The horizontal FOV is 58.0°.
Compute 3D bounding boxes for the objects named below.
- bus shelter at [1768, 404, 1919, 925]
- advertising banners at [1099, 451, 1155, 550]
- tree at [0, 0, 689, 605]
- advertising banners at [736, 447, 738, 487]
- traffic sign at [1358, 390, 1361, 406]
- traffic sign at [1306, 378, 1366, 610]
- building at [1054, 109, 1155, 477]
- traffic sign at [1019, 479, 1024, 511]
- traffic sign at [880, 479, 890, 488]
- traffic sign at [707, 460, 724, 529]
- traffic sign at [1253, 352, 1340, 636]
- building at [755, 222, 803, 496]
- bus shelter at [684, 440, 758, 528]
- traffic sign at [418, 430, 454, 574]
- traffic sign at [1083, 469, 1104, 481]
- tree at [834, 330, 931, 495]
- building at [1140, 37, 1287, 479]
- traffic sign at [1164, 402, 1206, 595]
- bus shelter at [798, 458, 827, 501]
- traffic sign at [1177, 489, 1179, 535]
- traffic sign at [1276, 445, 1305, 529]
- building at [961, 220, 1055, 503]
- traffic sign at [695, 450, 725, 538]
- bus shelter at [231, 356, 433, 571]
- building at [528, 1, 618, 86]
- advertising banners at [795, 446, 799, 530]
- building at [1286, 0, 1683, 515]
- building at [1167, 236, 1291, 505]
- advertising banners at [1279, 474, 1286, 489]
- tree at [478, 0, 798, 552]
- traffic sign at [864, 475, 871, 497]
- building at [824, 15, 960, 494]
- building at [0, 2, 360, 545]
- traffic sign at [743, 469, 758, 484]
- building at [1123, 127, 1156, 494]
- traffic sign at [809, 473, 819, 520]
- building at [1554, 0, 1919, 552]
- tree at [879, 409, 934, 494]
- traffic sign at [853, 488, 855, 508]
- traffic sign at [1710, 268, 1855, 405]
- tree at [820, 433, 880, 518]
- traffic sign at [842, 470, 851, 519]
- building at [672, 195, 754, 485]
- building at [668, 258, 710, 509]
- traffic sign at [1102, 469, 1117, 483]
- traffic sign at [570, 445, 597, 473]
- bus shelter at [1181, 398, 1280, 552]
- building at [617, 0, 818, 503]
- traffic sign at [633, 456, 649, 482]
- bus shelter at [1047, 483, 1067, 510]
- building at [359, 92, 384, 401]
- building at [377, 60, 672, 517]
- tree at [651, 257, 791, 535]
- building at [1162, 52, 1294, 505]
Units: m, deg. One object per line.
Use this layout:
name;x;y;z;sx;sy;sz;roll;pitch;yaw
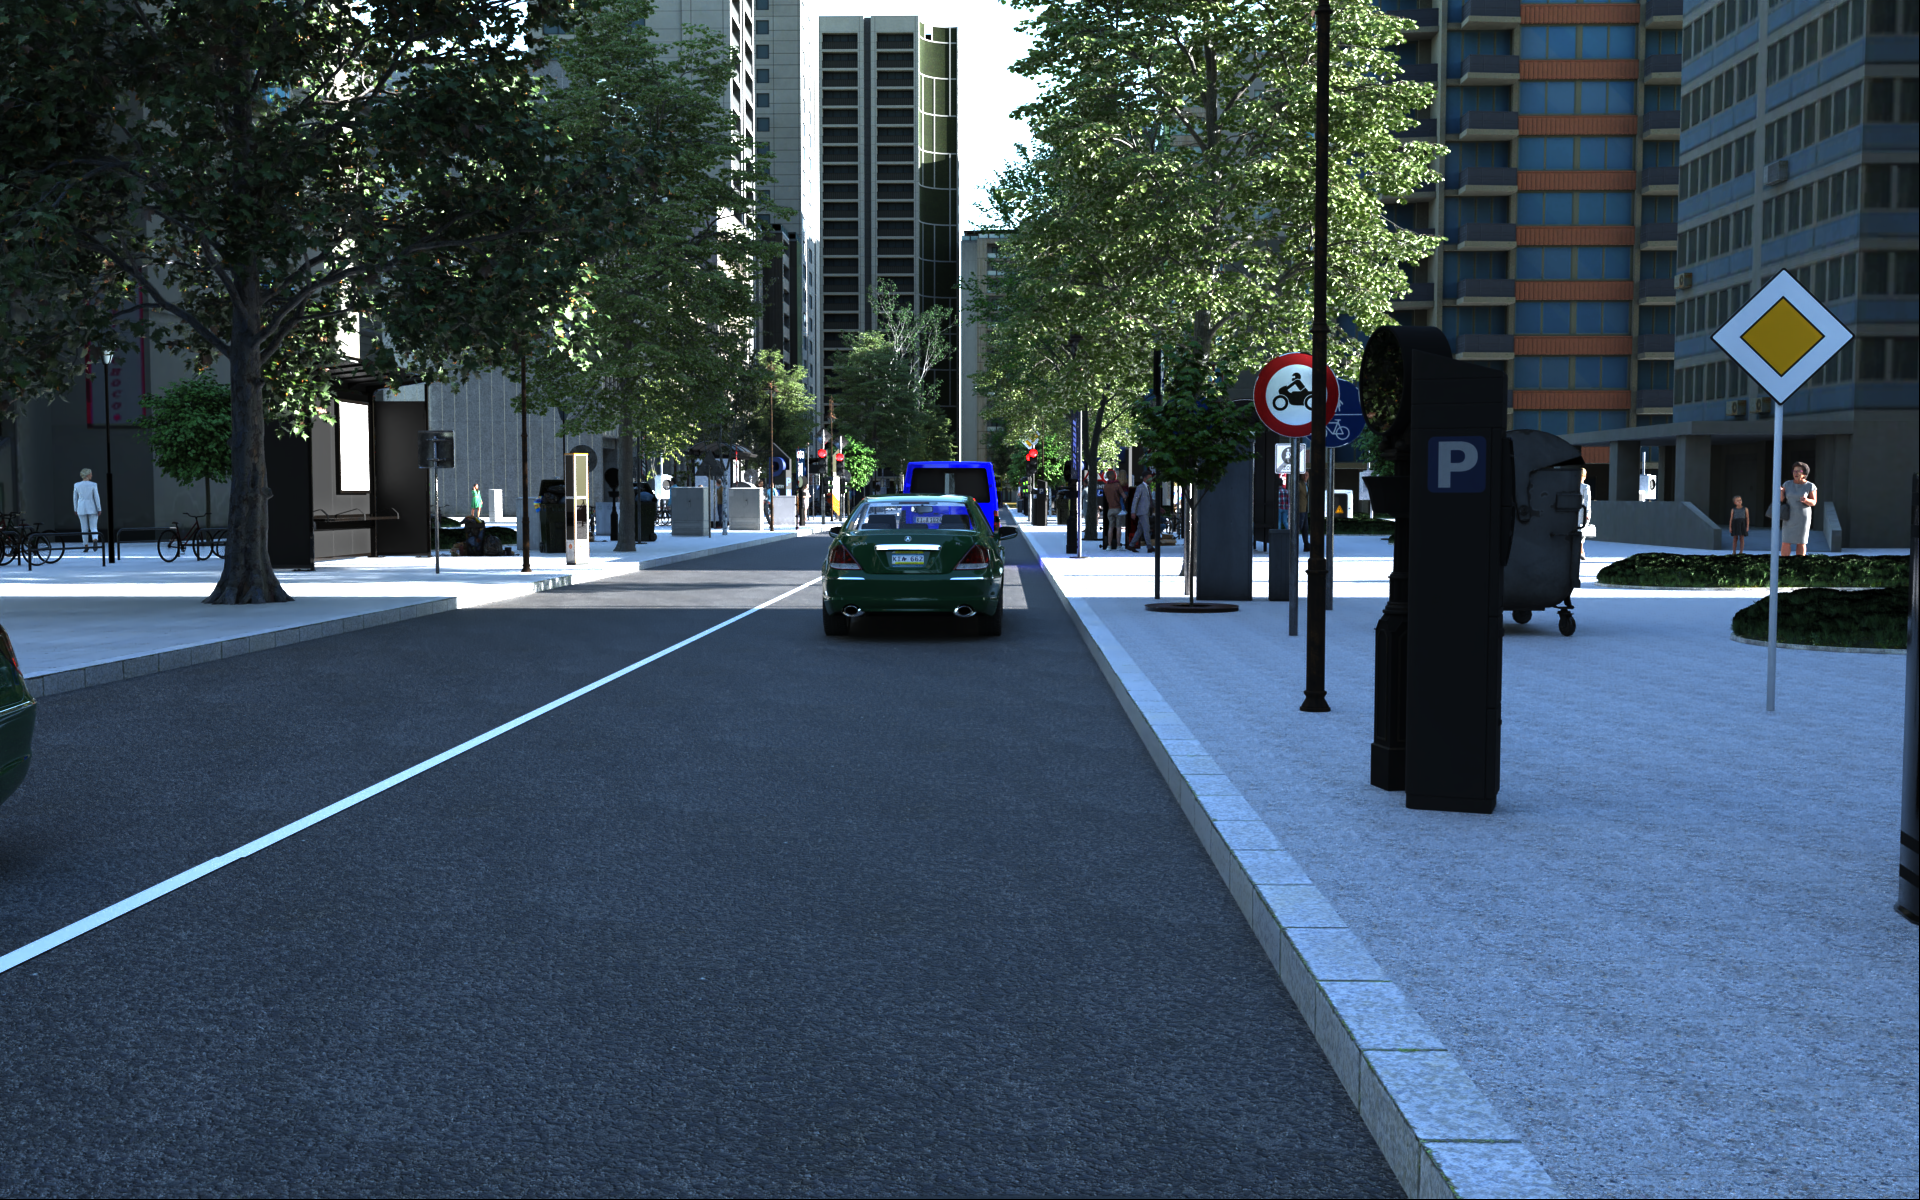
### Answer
bus shelter;2.946;-1.434;1.074;2.179;5.291;8.768;0;4;1
advertising banners;4.025;-2.708;40.472;2.074;3.025;0.090;-3;5;-40
tree;-8.372;-6.319;20.316;9.611;12.733;9.660;0;3;0
advertising banners;-8.112;-4.051;62.429;0.090;3.025;2.074;0;4;-2
traffic sign;3.859;-0.921;15.169;0.768;2.556;0.104;0;4;4
traffic sign;4.083;-1.160;19.079;0.768;2.556;0.104;1;4;11
building;28.290;-44.016;261.662;28.212;58.520;21.231;0;4;1
traffic sign;4.699;-7.798;127.597;0.768;2.556;0.104;1;4;8
traffic sign;-4.935;-6.842;113.999;0.606;2.300;0.079;0;4;4
traffic sign;-9.030;-3.887;63.654;0.768;2.556;0.104;1;4;11
traffic sign;3.023;-0.949;15.629;0.768;2.556;0.104;1;4;8
building;-24.486;-25.199;183.699;14.160;30.474;14.107;0;4;1
bus shelter;-9.291;-4.512;67.695;2.014;3.302;5.546;0;4;1
traffic sign;-8.430;-1.575;27.888;0.606;2.300;0.079;0;4;7
traffic sign;5.515;-4.370;71.452;0.884;2.594;0.081;1;4;9
tree;-5.832;-12.377;120.494;7.486;12.596;7.792;0;3;0
building;32.096;-34.642;186.006;23.786;49.044;30.456;0;4;1
traffic sign;2.888;-1.333;21.894;0.768;2.556;0.104;0;4;8
bus shelter;-9.339;-7.415;112.515;1.731;3.624;6.357;0;4;1
traffic sign;6.893;-3.340;54.710;0.768;2.556;0.104;1;4;9
traffic sign;6.679;-2.016;35.086;0.606;2.300;0.079;0;4;4
building;7.085;-35.249;259.911;14.086;41.232;14.154;0;4;1
traffic sign;-7.343;-3.105;50.777;0.884;2.594;0.081;0;4;5
bus shelter;-11.224;-2.479;31.813;1.731;3.624;6.357;0;4;1
building;-28.219;-44.462;165.208;20.563;71.187;20.611;0;4;1
advertising banners;-5.860;-4.053;62.460;0.090;3.025;2.074;0;4;-3
building;33.248;-27.512;104.451;28.867;44.769;22.147;0;4;1
building;30.952;-17.468;130.647;27.650;21.520;28.899;0;4;1
advertising banners;14.870;-5.340;83.502;2.074;3.025;0.090;-1;4;-14
tree;-7.523;-7.385;38.873;7.486;12.596;7.792;0;3;0
traffic sign;-5.716;-6.324;103.511;0.768;2.556;0.104;1;4;10
building;-10.491;-50.414;262.516;20.611;71.187;20.563;0;4;1
building;-31.648;-26.002;48.827;21.600;48.544;21.300;0;4;1
traffic sign;-10.637;-5.376;88.006;0.768;2.556;0.104;1;4;9
building;27.125;-34.176;208.890;14.600;45.320;14.200;0;4;1
traffic sign;-7.213;-5.081;85.198;0.606;2.300;0.079;1;4;9
building;33.501;-21.596;44.970;32.217;40.220;23.993;0;4;1
tree;-4.747;-11.351;135.954;4.737;8.622;4.395;0;3;0
traffic sign;-6.440;-6.436;105.235;0.884;2.594;0.081;0;4;5
traffic sign;4.810;-0.637;10.143;0.795;2.593;0.064;1;4;9
tree;-5.889;-6.666;92.708;4.285;4.588;4.351;0;3;0
traffic sign;-6.018;-5.478;89.673;0.768;2.556;0.104;1;4;9
building;-24.803;-20.073;146.221;12.078;24.808;19.932;0;4;1
building;-25.252;-17.715;125.790;11.583;22.565;21.152;0;4;1
traffic sign;7.475;-5.309;86.904;0.768;2.556;0.104;0;4;7
traffic sign;-9.753;-2.732;44.777;0.768;2.556;0.104;0;4;2
bus shelter;6.086;-2.778;39.352;2.014;3.302;5.546;0;4;1
building;-27.932;-47.020;207.026;20.611;71.187;20.563;0;4;1
traffic sign;-10.820;-3.550;58.152;0.768;2.556;0.104;0;4;7
bus shelter;7.254;-8.624;132.289;1.731;3.624;6.357;0;4;1
building;-45.355;-19.214;101.532;23.554;28.519;14.401;0;4;1
building;-25.501;-17.535;104.719;12.078;24.808;19.932;0;4;1
tree;-7.464;-6.348;54.144;4.360;8.622;3.978;0;3;0
building;26.164;-29.391;164.142;14.154;41.232;14.086;0;4;1
